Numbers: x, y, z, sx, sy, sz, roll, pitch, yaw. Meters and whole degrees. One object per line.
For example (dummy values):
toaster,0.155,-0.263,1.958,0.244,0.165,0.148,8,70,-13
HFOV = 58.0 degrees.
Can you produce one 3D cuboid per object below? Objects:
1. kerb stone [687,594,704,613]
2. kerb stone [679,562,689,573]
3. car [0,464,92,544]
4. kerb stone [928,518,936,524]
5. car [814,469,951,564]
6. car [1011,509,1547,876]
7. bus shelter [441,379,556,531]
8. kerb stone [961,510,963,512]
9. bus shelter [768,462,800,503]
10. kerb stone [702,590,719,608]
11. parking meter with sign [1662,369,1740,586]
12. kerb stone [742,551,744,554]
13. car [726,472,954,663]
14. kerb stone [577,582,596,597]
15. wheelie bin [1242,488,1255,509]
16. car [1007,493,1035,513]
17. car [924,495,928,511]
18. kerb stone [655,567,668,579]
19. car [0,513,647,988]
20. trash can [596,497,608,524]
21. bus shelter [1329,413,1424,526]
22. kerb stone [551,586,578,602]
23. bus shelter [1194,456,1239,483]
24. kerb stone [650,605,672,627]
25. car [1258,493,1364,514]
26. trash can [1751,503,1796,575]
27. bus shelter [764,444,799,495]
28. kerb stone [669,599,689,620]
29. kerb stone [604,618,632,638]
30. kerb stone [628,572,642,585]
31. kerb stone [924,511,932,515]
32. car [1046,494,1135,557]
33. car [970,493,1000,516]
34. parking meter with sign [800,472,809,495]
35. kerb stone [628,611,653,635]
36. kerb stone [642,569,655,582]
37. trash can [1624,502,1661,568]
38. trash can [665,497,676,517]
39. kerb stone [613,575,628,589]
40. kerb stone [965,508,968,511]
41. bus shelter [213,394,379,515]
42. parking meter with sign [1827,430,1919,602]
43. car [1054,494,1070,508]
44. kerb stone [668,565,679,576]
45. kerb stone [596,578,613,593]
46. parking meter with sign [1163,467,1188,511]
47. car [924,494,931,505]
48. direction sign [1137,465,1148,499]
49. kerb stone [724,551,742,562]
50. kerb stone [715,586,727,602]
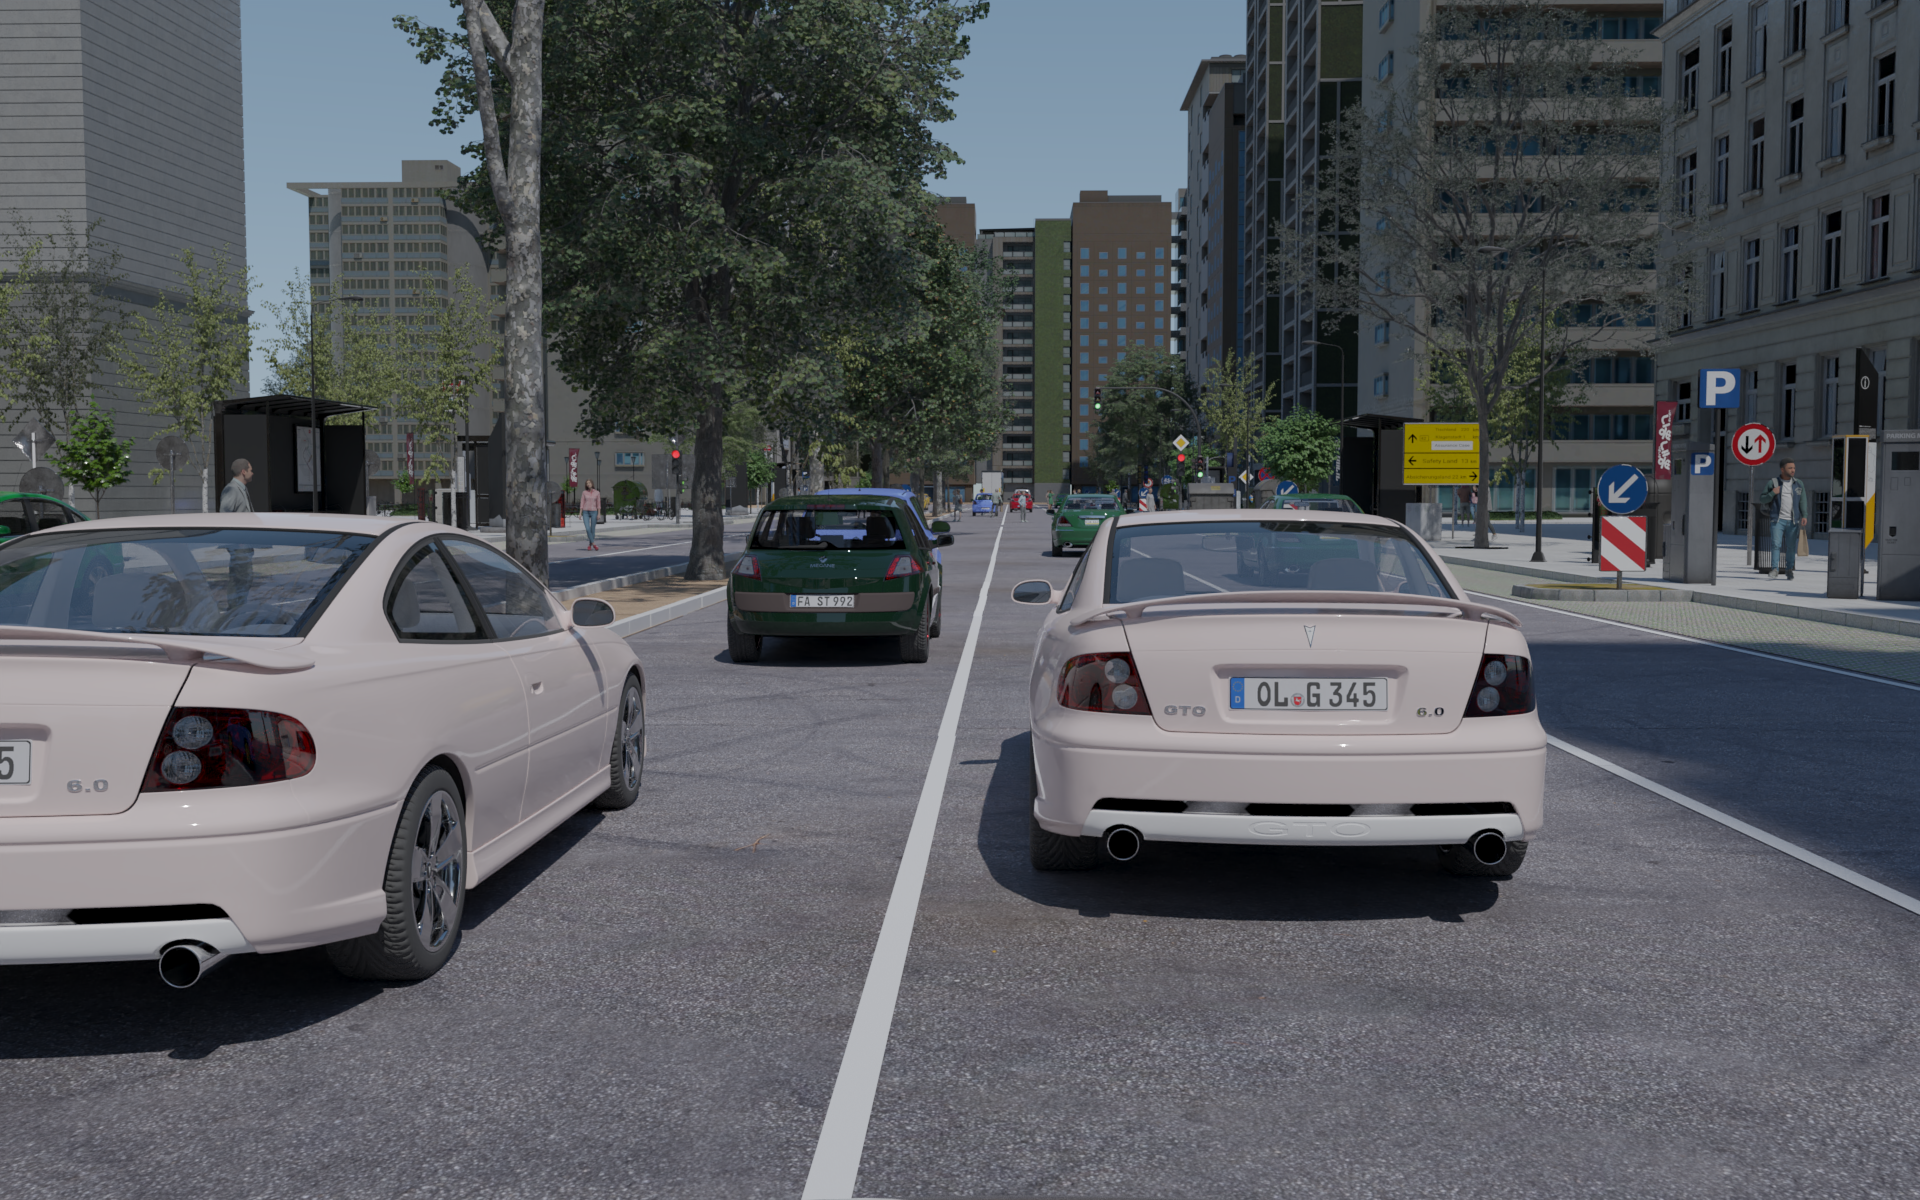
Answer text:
kerb stone,-3.301,0.066,21.117,0.120,0.150,1.000,0,4,2
kerb stone,-5.095,-0.558,31.421,0.120,0.150,1.000,0,4,2
car,-11.122,-0.636,19.191,1.959,1.807,4.718,0,4,1
kerb stone,-1.397,-3.912,86.212,0.120,0.150,1.000,0,4,2
car,-1.088,-0.650,20.214,1.945,1.707,3.694,0,4,1
car,1.260,0.272,7.920,2.083,1.381,4.827,0,4,3
bus shelter,-16.966,-5.236,63.237,2.179,5.291,8.768,0,4,2
kerb stone,-0.025,-6.802,133.415,0.120,0.150,1.000,0,4,2
bus shelter,-12.936,-8.354,127.865,1.731,3.624,6.357,0,4,2
kerb stone,-3.262,0.004,22.141,0.120,0.150,1.000,0,4,2
parking meter with sign,10.608,-1.757,24.986,0.543,3.016,1.738,0,4,4
kerb stone,-4.890,-1.002,38.581,0.120,0.150,1.000,0,4,2
car,-1.074,-0.388,16.132,2.009,1.686,4.222,0,4,1
kerb stone,-5.309,-0.122,24.246,0.120,0.150,1.000,0,4,2
wheelie bin,14.091,-4.652,83.965,0.693,1.594,0.980,-1,4,-15
car,4.788,-7.749,135.743,2.155,1.783,4.494,0,4,2
car,-3.738,-8.676,152.074,2.015,1.641,3.980,0,4,3
kerb stone,-5.157,-0.439,29.371,0.120,0.150,1.000,0,4,2
car,-2.444,0.359,6.498,2.083,1.381,4.827,0,4,1
trash can,-15.312,-3.778,73.422,0.748,1.137,0.748,0,3,0
bus shelter,12.782,-3.802,53.448,1.731,3.624,6.357,0,4,2
kerb stone,-5.335,-0.049,23.220,0.120,0.150,1.000,0,4,2
bus shelter,14.011,-6.220,95.625,2.014,3.302,5.546,0,4,2
kerb stone,-3.354,0.193,19.059,0.120,0.150,1.000,0,4,2
car,5.664,-1.017,28.431,2.131,1.459,4.920,0,4,2
trash can,13.086,-0.988,27.802,0.748,1.137,0.748,0,3,0
bus shelter,-14.726,-10.089,142.591,2.179,5.291,8.768,0,4,1
kerb stone,-3.323,0.129,20.088,0.120,0.150,1.000,0,4,2
kerb stone,-3.417,0.317,17.007,0.120,0.150,1.000,0,4,2
kerb stone,-5.221,-0.312,27.320,0.120,0.150,1.000,0,4,2
kerb stone,-2.331,-6.367,126.288,0.120,0.150,1.000,0,4,2
car,3.093,-1.789,41.047,2.131,1.459,4.920,0,4,4
car,1.644,-6.300,112.603,1.945,1.707,3.694,0,4,1
parking meter with sign,-12.577,-8.800,140.137,1.738,3.016,0.543,-1,4,-17
kerb stone,-3.388,0.255,18.028,0.120,0.150,1.000,0,4,2
kerb stone,-5.189,-0.374,28.344,0.120,0.150,1.000,0,4,2
trash can,11.876,-1.145,30.367,0.748,1.137,0.748,0,3,0
trash can,-15.939,-5.124,95.426,0.748,1.137,0.748,0,3,0
kerb stone,-5.245,-0.251,26.299,0.120,0.150,1.000,0,4,2
kerb stone,0.403,-7.678,147.762,0.120,0.150,1.000,0,4,2
bus shelter,-16.628,-3.209,43.745,1.731,3.624,6.357,0,4,2
parking meter with sign,11.440,-1.502,20.826,1.738,3.016,0.543,2,4,31
car,10.516,-10.240,176.220,1.959,1.807,4.718,0,4,1
kerb stone,-5.124,-0.501,30.394,0.120,0.150,1.000,0,4,2
kerb stone,-5.278,-0.188,25.269,0.120,0.150,1.000,0,4,2
parking meter with sign,14.071,-7.122,112.697,1.738,3.016,0.543,0,4,8
car,-4.851,-13.264,227.084,2.015,1.641,3.980,0,4,1
direction sign,14.170,-8.706,134.339,0.876,3.537,0.379,2,4,25
kerb stone,-4.912,-0.936,37.559,0.120,0.150,1.000,0,4,2
kerb stone,-3.238,-0.058,23.162,0.120,0.150,1.000,0,4,2
